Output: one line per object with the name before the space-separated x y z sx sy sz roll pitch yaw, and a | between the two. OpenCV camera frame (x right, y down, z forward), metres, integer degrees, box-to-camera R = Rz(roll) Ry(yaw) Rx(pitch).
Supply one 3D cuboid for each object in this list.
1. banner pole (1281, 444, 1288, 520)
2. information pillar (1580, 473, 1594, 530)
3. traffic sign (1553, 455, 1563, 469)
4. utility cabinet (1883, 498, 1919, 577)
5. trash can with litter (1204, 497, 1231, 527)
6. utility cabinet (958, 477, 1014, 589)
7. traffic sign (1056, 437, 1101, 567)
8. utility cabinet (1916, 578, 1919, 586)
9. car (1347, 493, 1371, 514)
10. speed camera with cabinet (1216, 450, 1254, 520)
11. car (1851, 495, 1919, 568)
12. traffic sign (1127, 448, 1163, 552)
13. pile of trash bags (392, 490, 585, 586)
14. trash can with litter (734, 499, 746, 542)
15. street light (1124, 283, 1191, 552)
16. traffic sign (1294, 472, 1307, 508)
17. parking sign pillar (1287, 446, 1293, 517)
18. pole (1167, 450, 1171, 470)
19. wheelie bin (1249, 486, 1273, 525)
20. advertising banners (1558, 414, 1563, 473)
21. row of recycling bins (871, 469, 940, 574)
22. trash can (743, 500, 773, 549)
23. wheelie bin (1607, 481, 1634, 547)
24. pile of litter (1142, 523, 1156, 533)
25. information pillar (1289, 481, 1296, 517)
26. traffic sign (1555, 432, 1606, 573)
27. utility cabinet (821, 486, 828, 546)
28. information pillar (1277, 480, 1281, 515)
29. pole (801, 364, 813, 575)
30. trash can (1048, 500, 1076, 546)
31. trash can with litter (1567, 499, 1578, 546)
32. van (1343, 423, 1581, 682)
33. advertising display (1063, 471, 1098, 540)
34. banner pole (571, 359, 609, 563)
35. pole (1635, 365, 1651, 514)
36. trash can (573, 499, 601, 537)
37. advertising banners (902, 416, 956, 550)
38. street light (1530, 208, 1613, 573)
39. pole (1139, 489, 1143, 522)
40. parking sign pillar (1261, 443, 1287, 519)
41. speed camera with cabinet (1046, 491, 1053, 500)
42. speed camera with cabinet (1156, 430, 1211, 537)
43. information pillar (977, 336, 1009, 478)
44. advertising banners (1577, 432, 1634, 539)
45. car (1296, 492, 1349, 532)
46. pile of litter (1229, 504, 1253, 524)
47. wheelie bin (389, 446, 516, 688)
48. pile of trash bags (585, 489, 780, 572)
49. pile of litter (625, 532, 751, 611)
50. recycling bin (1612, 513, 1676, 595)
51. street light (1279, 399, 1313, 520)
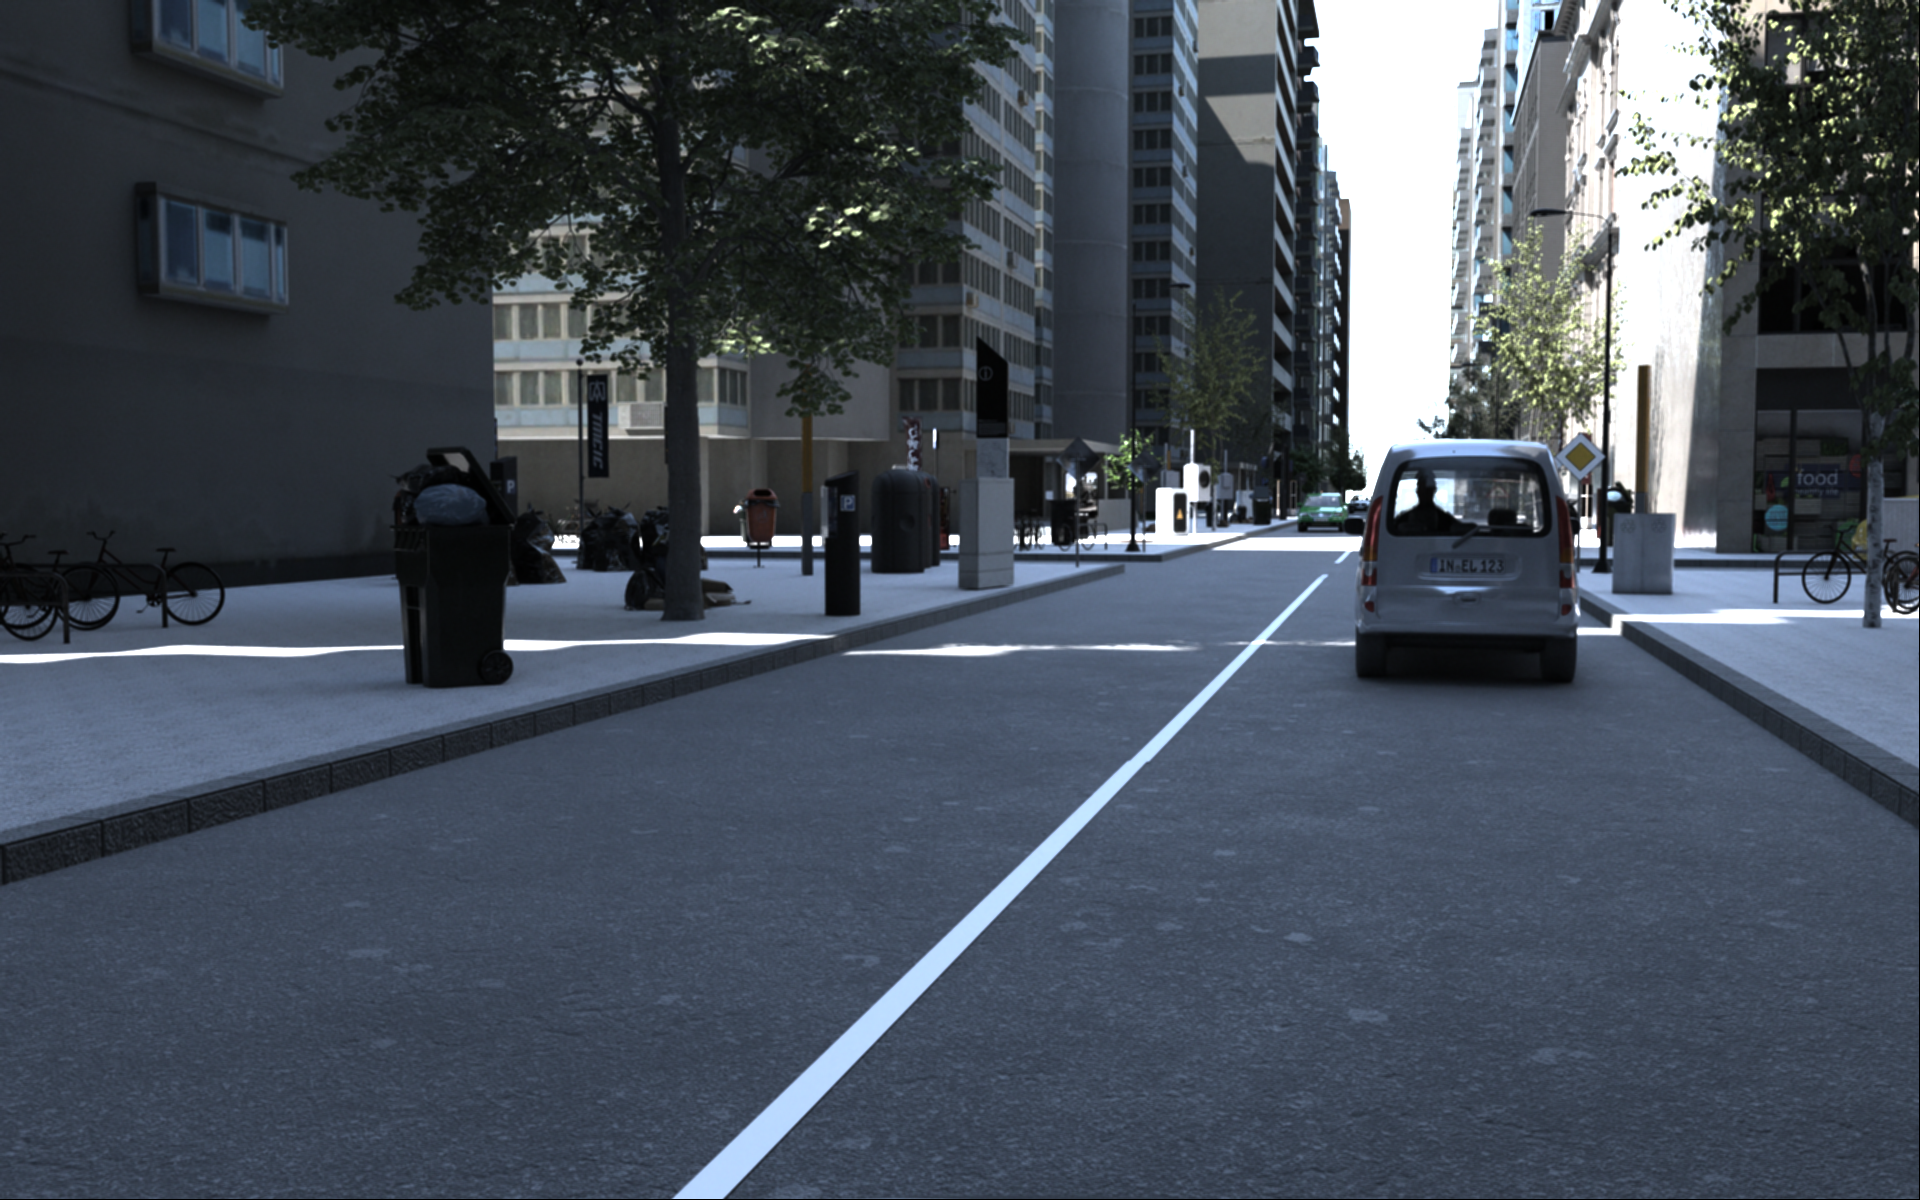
banner pole | 16.198 -5.918 86.771 0.401 3.779 0.863 2 4 24
information pillar | 22.241 -3.484 61.459 0.304 2.012 0.304 -2 4 -29
traffic sign | 12.079 -1.976 35.957 0.795 2.450 0.064 1 4 14
utility cabinet | 15.207 -1.017 27.790 1.020 1.237 0.306 0 4 5
trash can with litter | 9.986 -3.401 67.001 1.055 1.170 0.624 3 5 40
utility cabinet | 0.355 -0.915 23.631 0.318 1.500 1.173 2 4 26
traffic sign | 2.061 -1.631 30.302 0.795 2.450 0.064 1 4 14
utility cabinet | 13.838 -0.800 24.244 1.020 1.237 0.306 -2 4 -29
car | 29.343 -7.143 126.570 2.009 1.686 4.222 1 4 15
speed camera with cabinet | 12.479 -5.104 77.788 2.038 3.252 0.660 -1 4 -17
car | 17.947 -1.237 30.452 3.980 1.641 2.015 1 4 13
traffic sign | 4.051 -2.104 38.036 0.795 2.450 0.064 1 4 14
pile of trash bags | -7.326 -0.953 25.331 3.447 1.369 1.912 3 5 44
trash can with litter | -5.529 -2.117 45.998 0.624 1.170 1.055 1 4 15
street light | 4.379 -4.022 38.307 1.470 5.913 1.316 1 4 14
traffic sign | 19.905 -6.188 101.272 0.768 2.556 0.104 1 4 23
parking sign pillar | 18.420 -6.745 98.759 1.447 3.967 1.447 -2 4 -27
pole | 9.734 -5.326 80.920 0.158 3.312 0.155 0 3 0
wheelie bin | 12.856 -4.013 73.517 0.693 1.594 0.980 -2 4 -27
advertising banners | 13.304 -2.600 38.693 0.090 3.025 2.074 1 4 14
row of recycling bins | -0.945 -1.377 29.619 1.069 1.692 3.534 0 4 5
trash can | -4.668 -1.751 40.289 0.748 1.137 0.748 0 3 0
wheelie bin | 16.058 -2.105 42.324 0.693 1.594 0.980 1 4 13
pile of litter | 6.672 -2.716 58.364 1.176 0.858 1.719 2 4 27
information pillar | 18.329 -5.558 95.362 0.304 2.012 0.304 0 4 -3
traffic sign | 10.089 -1.503 28.223 0.795 2.450 0.064 1 4 14
utility cabinet | -3.042 -2.011 41.560 0.318 1.500 1.173 -1 4 -21
information pillar | 17.268 -5.435 93.350 0.304 2.012 0.304 0 4 -1
pole | -2.416 -2.046 27.295 0.158 3.312 0.155 0 3 0
trash can | 2.566 -1.929 43.190 0.748 1.137 0.748 0 3 0
trash can with litter | 14.133 -1.815 41.069 0.624 1.170 1.055 -2 4 -31
van | 4.260 -0.471 14.720 2.013 2.044 4.112 1 4 15
advertising display | 3.403 -2.663 48.760 0.974 1.923 0.123 0 4 -7
banner pole | -6.824 -2.570 32.039 0.863 3.779 0.401 2 4 25
pole | 10.834 -2.059 27.507 0.158 3.312 0.155 0 3 0
trash can | -10.336 -2.222 47.991 0.748 1.137 0.748 0 3 0
advertising banners | -0.426 -2.646 39.453 2.074 3.025 0.090 -2 4 -32
street light | 9.959 -3.405 28.209 1.470 5.913 1.316 1 4 14
pole | 8.243 -5.189 78.676 0.158 3.312 0.155 0 3 0
parking sign pillar | 16.122 -6.260 90.821 1.447 3.967 1.447 1 4 21
speed camera with cabinet | 3.927 -5.771 88.695 0.660 3.252 2.038 3 5 41
speed camera with cabinet | 6.813 -3.569 52.682 0.660 3.252 2.038 3 5 44
information pillar | 0.468 -2.096 25.620 0.504 3.616 0.183 1 4 13
advertising banners | 18.452 -3.263 49.544 2.074 3.025 0.090 -1 4 -22
car | 13.934 -3.525 66.437 1.959 1.807 4.718 1 4 14
pile of litter | 12.398 -3.747 75.228 1.719 0.858 1.176 0 4 -4
wheelie bin | -3.424 -0.231 11.680 0.693 1.594 0.980 -3 5 -39
pile of trash bags | -4.813 -1.222 29.729 3.447 1.369 1.912 -1 4 -16
pile of litter | -3.097 -0.353 19.729 1.719 0.858 1.176 -3 4 -36
recycling bin | 8.879 -0.607 22.481 0.722 1.027 0.722 2 4 24
street light | 16.431 -6.882 85.064 1.470 5.913 1.316 1 4 14
